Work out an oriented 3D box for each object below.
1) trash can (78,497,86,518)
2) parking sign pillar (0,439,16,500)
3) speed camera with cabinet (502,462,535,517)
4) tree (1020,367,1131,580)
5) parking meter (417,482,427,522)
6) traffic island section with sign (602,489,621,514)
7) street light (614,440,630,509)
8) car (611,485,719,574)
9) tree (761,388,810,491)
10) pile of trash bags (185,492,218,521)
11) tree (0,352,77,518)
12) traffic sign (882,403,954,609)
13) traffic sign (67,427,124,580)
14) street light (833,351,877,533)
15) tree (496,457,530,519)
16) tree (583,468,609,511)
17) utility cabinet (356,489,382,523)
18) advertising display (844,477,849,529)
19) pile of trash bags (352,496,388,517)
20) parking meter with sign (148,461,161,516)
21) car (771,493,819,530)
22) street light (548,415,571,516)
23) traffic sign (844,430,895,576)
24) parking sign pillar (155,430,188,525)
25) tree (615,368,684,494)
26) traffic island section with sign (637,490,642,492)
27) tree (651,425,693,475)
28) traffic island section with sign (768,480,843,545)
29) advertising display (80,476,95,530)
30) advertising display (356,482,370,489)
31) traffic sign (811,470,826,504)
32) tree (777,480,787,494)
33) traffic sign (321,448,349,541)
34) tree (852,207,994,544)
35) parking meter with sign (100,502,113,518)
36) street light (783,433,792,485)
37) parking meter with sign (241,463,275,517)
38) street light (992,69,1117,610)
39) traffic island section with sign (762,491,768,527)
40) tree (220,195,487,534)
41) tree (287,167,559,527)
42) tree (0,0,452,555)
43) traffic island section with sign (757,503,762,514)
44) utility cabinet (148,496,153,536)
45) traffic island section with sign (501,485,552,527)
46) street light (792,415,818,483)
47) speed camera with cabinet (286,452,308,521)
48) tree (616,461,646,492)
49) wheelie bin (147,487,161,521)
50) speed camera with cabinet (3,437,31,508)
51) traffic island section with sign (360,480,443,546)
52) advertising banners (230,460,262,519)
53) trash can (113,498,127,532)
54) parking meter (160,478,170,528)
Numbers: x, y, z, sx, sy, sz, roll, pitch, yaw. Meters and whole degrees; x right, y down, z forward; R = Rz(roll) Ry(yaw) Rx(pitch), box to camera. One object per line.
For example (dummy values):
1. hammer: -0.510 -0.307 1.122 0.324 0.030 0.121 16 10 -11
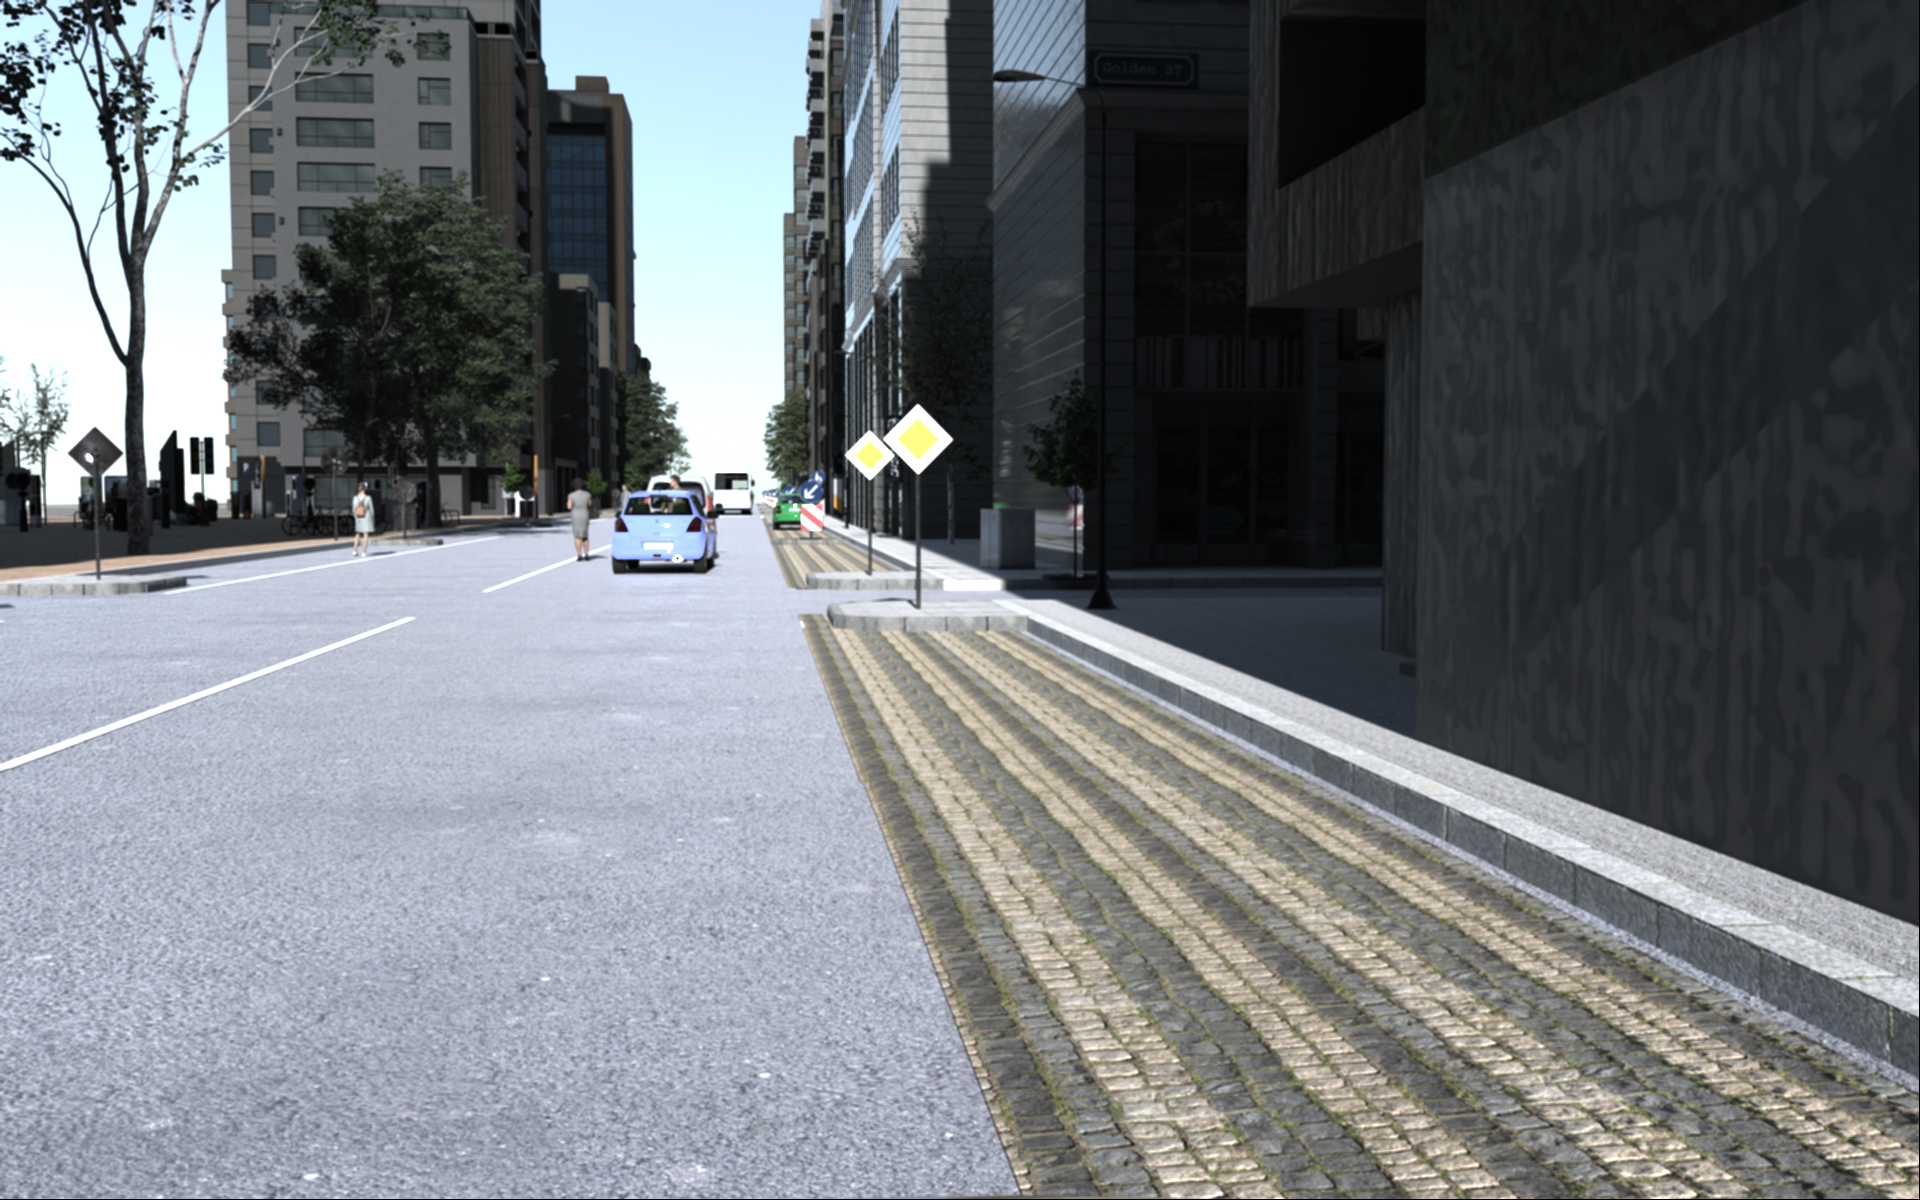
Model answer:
1. trash can: -44.568 -4.687 88.282 0.748 1.137 0.748 0 3 0
2. parking sign pillar: -47.318 -5.938 85.562 1.447 3.967 1.447 -1 4 -11
3. speed camera with cabinet: -24.540 -6.232 96.237 2.038 3.252 0.660 3 4 36
4. tree: 1.871 -1.942 26.350 1.663 3.219 1.824 0 3 0
5. parking meter: -25.093 -4.590 80.756 0.399 1.863 0.255 2 4 24
6. traffic island section with sign: -24.792 -7.121 125.057 1.989 1.847 2.006 0 4 -7
7. street light: -28.873 -10.715 147.736 1.470 5.913 1.316 0 4 -7
8. car: -5.519 -1.399 32.463 1.945 1.707 3.694 0 4 -5
9. tree: -17.689 -16.353 185.504 7.486 12.596 7.792 0 3 0
10. pile of trash bags: -35.678 -4.351 80.888 1.912 1.369 3.447 -2 4 -29
11. tree: -49.580 -8.730 93.093 4.360 8.622 3.978 0 3 0
12. traffic sign: -0.467 -0.955 19.263 0.795 2.450 0.064 0 4 -7
13. traffic sign: -12.882 -1.358 25.843 0.795 2.450 0.064 0 4 -7
14. street light: -3.406 -5.129 56.396 1.470 5.913 1.316 0 4 -7
15. tree: -23.256 -5.831 89.937 1.663 3.219 1.824 0 3 0
16. tree: -27.649 -8.441 132.617 1.663 3.219 1.824 0 3 0
17. utility cabinet: -25.379 -4.020 74.400 0.318 1.500 1.173 2 4 29
18. advertising display: -4.223 -3.630 64.557 0.123 1.923 0.974 0 4 -8
19. pile of trash bags: -32.905 -5.305 96.483 1.912 1.369 3.447 -3 4 -36
20. parking meter with sign: -42.332 -5.806 91.192 1.738 3.016 0.543 2 4 35
21. car: -6.677 -3.750 70.114 1.959 1.807 4.718 0 4 -6
22. street light: -23.532 -7.902 101.739 1.470 5.913 1.316 0 4 -7
23. traffic sign: -1.417 -1.440 27.191 0.795 2.450 0.064 0 4 -7
24. parking sign pillar: -33.407 -5.198 73.459 1.447 3.967 1.447 3 5 40
25. tree: -33.059 -16.434 175.353 9.857 13.997 8.962 0 3 0
26. traffic island section with sign: -28.022 -8.770 152.010 1.989 1.847 2.006 0 4 -7
27. tree: -43.718 -20.370 258.810 9.928 11.665 9.643 0 3 0
28. traffic island section with sign: -4.367 -2.488 49.307 1.989 1.847 2.006 0 4 -7
29. advertising display: -31.128 -3.468 61.923 0.974 1.923 0.123 3 4 37
30. advertising display: -31.328 -5.241 90.897 0.974 1.923 0.123 2 4 33
31. traffic sign: -7.558 -5.663 92.694 0.768 2.556 0.104 0 4 1
32. tree: -22.456 -13.762 219.614 1.663 3.219 1.824 0 3 0
33. traffic sign: -17.222 -2.913 47.732 0.768 2.556 0.104 0 4 -2
34. tree: -0.368 -5.725 43.972 4.360 8.622 3.978 0 3 0
35. parking meter with sign: -45.389 -5.919 93.030 1.738 3.016 0.543 -3 4 -38
36. street light: -12.427 -9.707 131.257 1.470 5.913 1.316 0 4 -7
37. parking meter with sign: -39.001 -6.122 96.358 1.738 3.016 0.543 1 4 12
38. street light: 1.046 -2.852 19.177 1.470 5.913 1.316 0 4 -7
39. traffic island section with sign: -7.577 -4.125 76.071 1.989 1.847 2.006 0 4 -7
40. tree: -19.220 -7.370 54.906 8.767 10.594 7.601 -1 4 -11
41. tree: -20.472 -9.782 66.583 9.857 13.997 8.962 0 3 0
42. tree: -17.514 -11.105 37.464 12.611 20.169 13.585 0 3 0
43. traffic island section with sign: -13.556 -7.180 126.020 1.989 1.847 2.006 0 4 -7
44. utility cabinet: -24.959 -2.552 52.892 0.306 1.237 1.020 -3 5 -40
45. traffic island section with sign: -18.848 -4.084 75.409 1.989 1.847 2.006 0 4 -7
46. street light: -8.962 -7.914 101.936 1.470 5.913 1.316 0 4 -7
47. speed camera with cabinet: -31.530 -5.383 82.341 0.660 3.252 2.038 -2 4 -33
48. tree: -32.191 -11.272 168.004 4.285 4.588 4.351 0 3 0
49. wheelie bin: -37.920 -4.491 81.330 0.980 1.594 0.693 0 3 0
50. speed camera with cabinet: -33.218 -3.996 59.664 2.038 3.252 0.660 0 4 -7
51. traffic island section with sign: -15.637 -2.448 48.645 1.989 1.847 2.006 0 4 -7
52. advertising banners: -36.400 -5.635 88.320 2.074 3.025 0.090 1 4 20
53. trash can: -28.411 -2.893 58.959 0.748 1.137 0.748 0 3 0
54. parking meter: -29.690 -3.607 64.691 0.255 1.863 0.399 -2 4 -35
